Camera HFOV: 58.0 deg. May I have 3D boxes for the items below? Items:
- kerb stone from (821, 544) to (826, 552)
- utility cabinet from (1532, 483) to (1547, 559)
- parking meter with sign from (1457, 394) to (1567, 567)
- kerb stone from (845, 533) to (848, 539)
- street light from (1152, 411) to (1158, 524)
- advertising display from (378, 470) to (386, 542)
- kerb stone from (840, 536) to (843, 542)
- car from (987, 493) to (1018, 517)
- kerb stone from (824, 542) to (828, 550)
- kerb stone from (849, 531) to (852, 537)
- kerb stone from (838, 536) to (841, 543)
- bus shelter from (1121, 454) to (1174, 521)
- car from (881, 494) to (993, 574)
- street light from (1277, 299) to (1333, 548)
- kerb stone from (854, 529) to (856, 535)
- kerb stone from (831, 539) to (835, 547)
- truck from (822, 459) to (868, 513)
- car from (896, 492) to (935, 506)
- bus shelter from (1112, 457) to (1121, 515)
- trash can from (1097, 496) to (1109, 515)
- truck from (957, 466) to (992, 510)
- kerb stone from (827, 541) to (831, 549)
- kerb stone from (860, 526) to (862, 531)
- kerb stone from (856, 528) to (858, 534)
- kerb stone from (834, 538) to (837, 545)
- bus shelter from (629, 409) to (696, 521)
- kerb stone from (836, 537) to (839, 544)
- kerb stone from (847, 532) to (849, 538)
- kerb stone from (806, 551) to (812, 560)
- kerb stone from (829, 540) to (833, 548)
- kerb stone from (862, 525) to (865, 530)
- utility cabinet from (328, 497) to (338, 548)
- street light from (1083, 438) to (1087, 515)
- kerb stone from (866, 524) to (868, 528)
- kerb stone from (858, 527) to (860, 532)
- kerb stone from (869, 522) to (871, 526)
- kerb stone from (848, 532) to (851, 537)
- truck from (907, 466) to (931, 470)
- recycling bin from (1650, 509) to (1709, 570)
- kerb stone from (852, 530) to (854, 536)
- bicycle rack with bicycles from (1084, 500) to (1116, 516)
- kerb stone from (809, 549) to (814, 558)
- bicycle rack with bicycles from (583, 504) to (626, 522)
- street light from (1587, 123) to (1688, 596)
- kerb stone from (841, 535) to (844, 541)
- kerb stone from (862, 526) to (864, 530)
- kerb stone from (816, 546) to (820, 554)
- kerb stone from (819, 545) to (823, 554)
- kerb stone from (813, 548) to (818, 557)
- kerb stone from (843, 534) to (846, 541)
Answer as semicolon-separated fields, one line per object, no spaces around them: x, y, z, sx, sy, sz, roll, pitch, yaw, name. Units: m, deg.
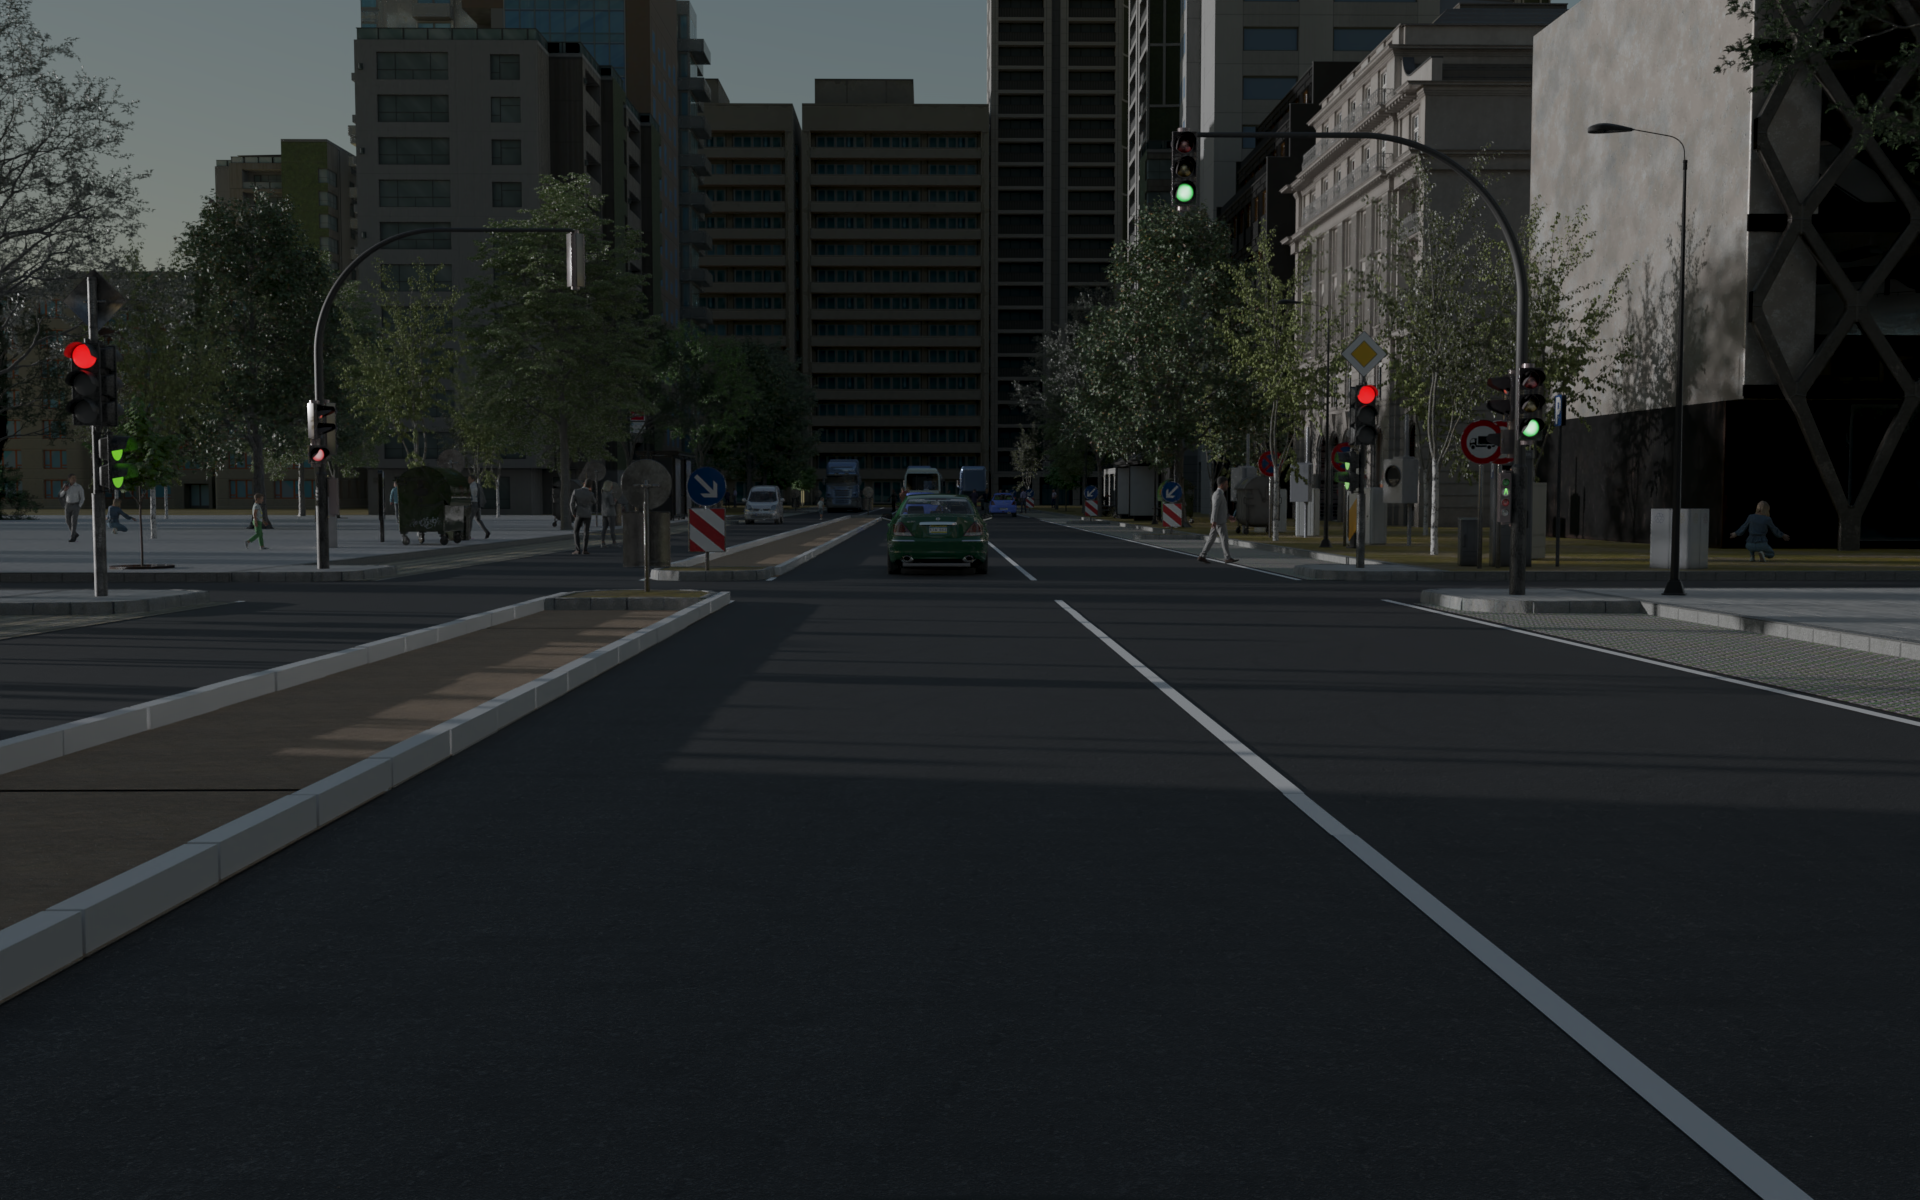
-3.423;-1.226;42.244;0.120;0.150;1.000;0;4;-1;kerb stone
11.046;-1.538;33.833;0.318;1.500;1.173;3;5;42;utility cabinet
9.736;-2.101;30.619;1.738;3.016;0.543;0;4;7;parking meter with sign
-3.620;-1.915;53.511;0.120;0.150;1.000;0;4;-1;kerb stone
7.723;-6.158;73.229;1.470;5.913;1.316;0;4;-1;street light
-15.514;-2.524;46.478;0.123;1.923;0.974;-1;4;-15;advertising display
-3.572;-1.728;50.442;0.120;0.150;1.000;0;4;-1;kerb stone
2.691;-6.077;108.955;1.945;1.707;3.694;0;3;0;car
-3.444;-1.289;43.274;0.120;0.150;1.000;0;4;-1;kerb stone
-3.681;-2.103;56.583;0.120;0.150;1.000;0;4;-1;kerb stone
-3.552;-1.664;49.420;0.120;0.150;1.000;0;4;-1;kerb stone
8.881;-5.274;80.154;2.014;3.302;5.546;0;4;-1;bus shelter
-0.428;-1.263;32.444;2.131;1.459;4.920;0;4;-1;car
8.261;-4.217;41.493;1.470;5.913;1.316;0;4;-1;street light
-3.738;-2.291;59.656;0.120;0.150;1.000;0;4;-1;kerb stone
-3.489;-1.476;46.342;0.120;0.150;1.000;0;4;-1;kerb stone
-9.017;-9.207;140.297;2.967;4.110;18.799;0;4;0;truck
-1.496;-3.469;66.313;1.945;1.707;3.694;0;4;-2;car
8.885;-5.678;86.758;2.014;3.302;5.546;0;4;-1;bus shelter
8.606;-5.653;104.078;0.748;1.137;0.748;0;3;0;trash can
1.607;-10.497;161.376;2.967;4.110;18.799;0;4;-3;truck
-3.457;-1.344;44.298;0.120;0.150;1.000;0;4;-1;kerb stone
-3.823;-2.602;64.794;0.120;0.150;1.000;0;4;-1;kerb stone
-3.752;-2.353;60.678;0.120;0.150;1.000;0;4;-1;kerb stone
-3.512;-1.539;47.365;0.120;0.150;1.000;0;4;-1;kerb stone
-14.591;-6.549;84.708;2.179;5.291;8.768;0;4;-1;bus shelter
-3.531;-1.602;48.387;0.120;0.150;1.000;0;4;-1;kerb stone
-3.647;-1.974;54.537;0.120;0.150;1.000;0;4;-1;kerb stone
-3.324;-0.911;37.104;0.120;0.150;1.000;0;4;-1;kerb stone
-3.477;-1.414;45.320;0.120;0.150;1.000;0;4;-1;kerb stone
-3.860;-2.728;66.840;0.120;0.150;1.000;0;4;-1;kerb stone
-15.188;-1.859;41.557;0.306;1.237;1.020;-2;4;-31;utility cabinet
7.098;-8.099;104.964;1.470;5.913;1.316;0;4;-1;street light
-3.914;-2.919;69.919;0.120;0.150;1.000;0;4;-1;kerb stone
-3.787;-2.475;62.740;0.120;0.150;1.000;0;4;-1;kerb stone
-3.990;-3.170;74.024;0.120;0.150;1.000;0;4;-1;kerb stone
-3.662;-2.041;55.561;0.120;0.150;1.000;0;4;-1;kerb stone
-3.652;-10.401;159.818;2.967;4.110;18.799;0;4;-2;truck
12.396;-1.057;29.843;0.722;1.027;0.722;-3;5;-42;recycling bin
-3.703;-2.164;57.610;0.120;0.150;1.000;0;4;-1;kerb stone
8.458;-5.386;101.449;2.925;0.926;2.852;3;4;38;bicycle rack with bicycles
-3.356;-0.975;38.130;0.120;0.150;1.000;0;4;-1;kerb stone
-15.200;-3.661;73.238;2.852;0.926;2.925;-1;4;-10;bicycle rack with bicycles
8.552;-3.017;21.863;1.470;5.913;1.316;0;4;-1;street light
-3.594;-1.790;51.466;0.120;0.150;1.000;0;4;-1;kerb stone
-3.841;-2.668;65.817;0.120;0.150;1.000;0;4;-1;kerb stone
-3.389;-1.100;40.182;0.120;0.150;1.000;0;4;-1;kerb stone
-3.411;-1.157;41.211;0.120;0.150;1.000;0;4;-1;kerb stone
-3.359;-1.037;39.153;0.120;0.150;1.000;0;4;-1;kerb stone
-3.602;-1.853;52.488;0.120;0.150;1.000;0;4;-1;kerb stone
